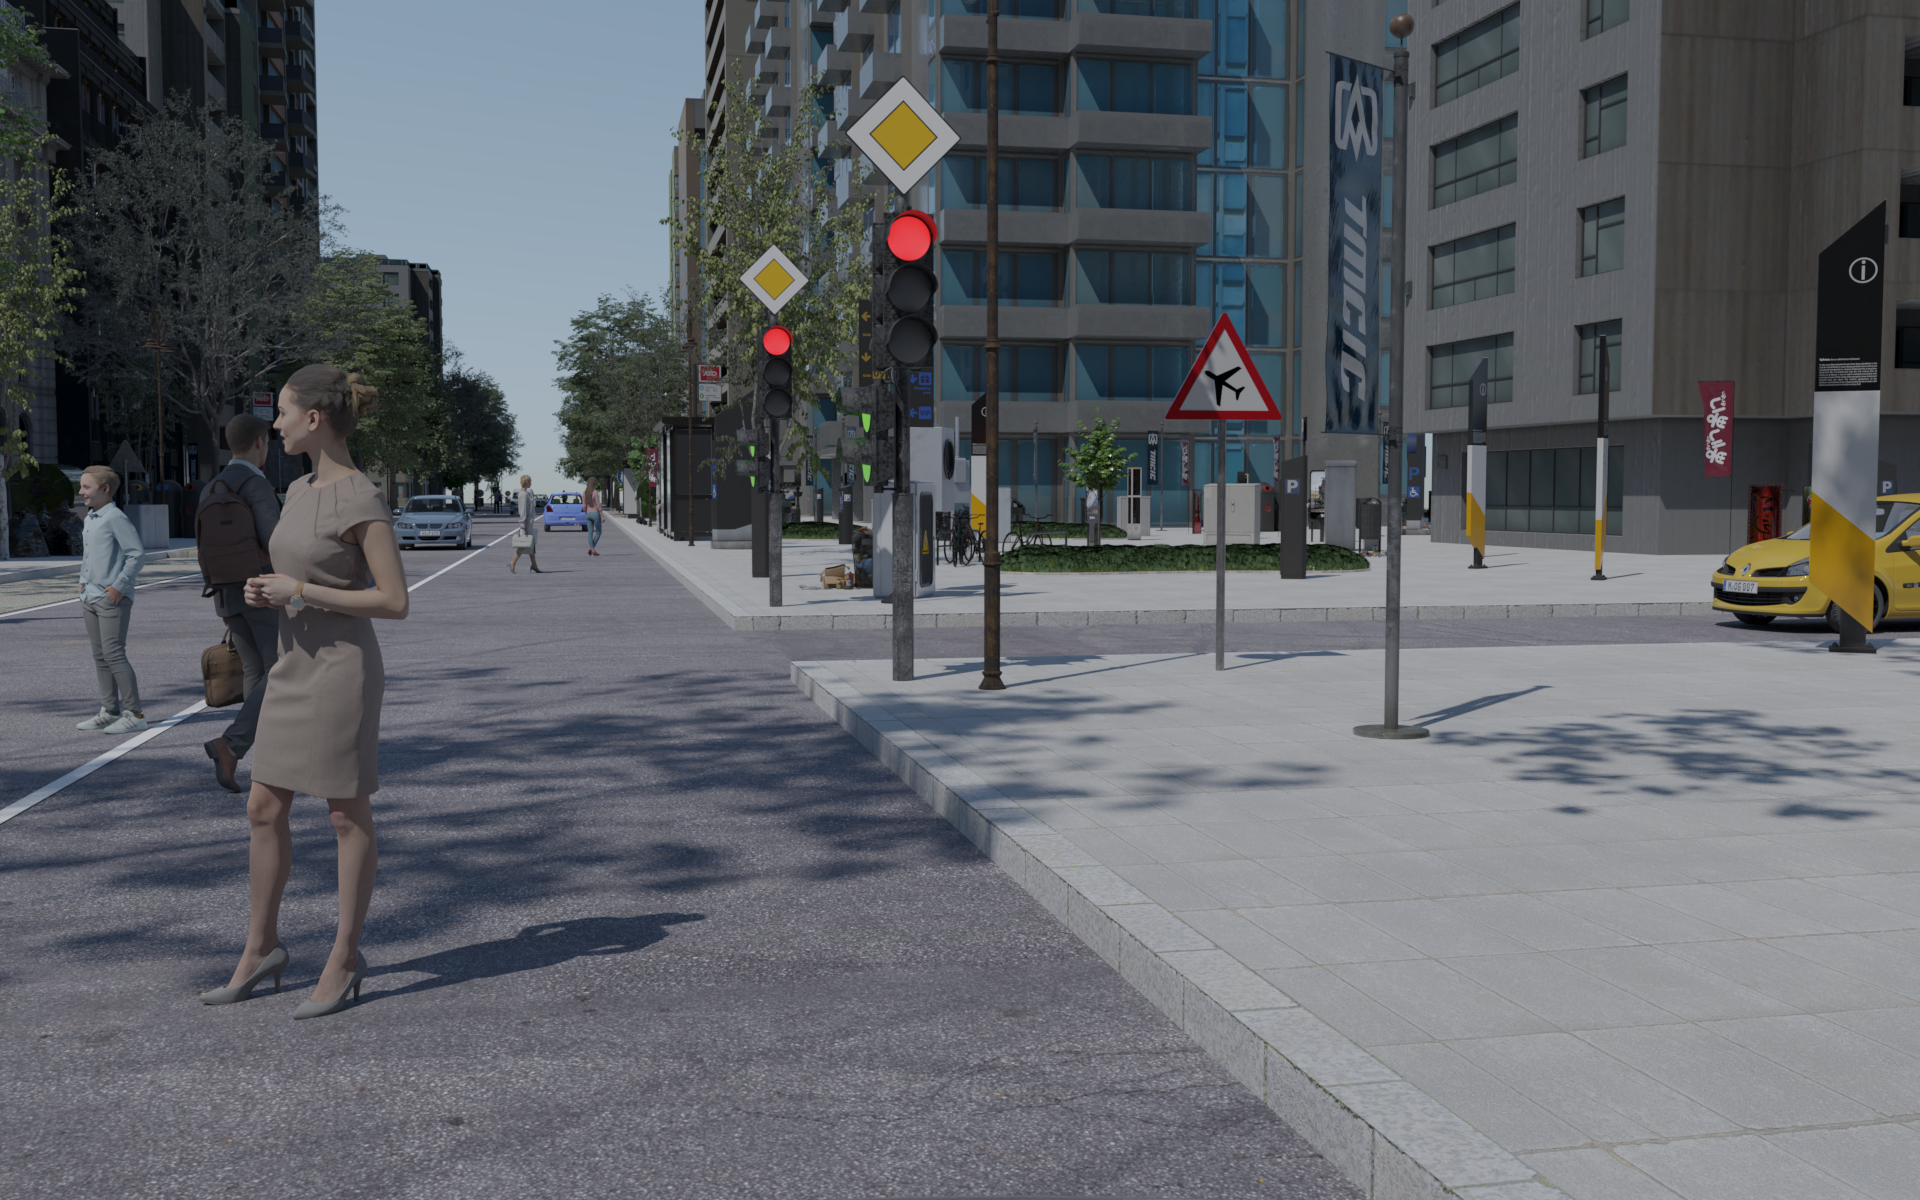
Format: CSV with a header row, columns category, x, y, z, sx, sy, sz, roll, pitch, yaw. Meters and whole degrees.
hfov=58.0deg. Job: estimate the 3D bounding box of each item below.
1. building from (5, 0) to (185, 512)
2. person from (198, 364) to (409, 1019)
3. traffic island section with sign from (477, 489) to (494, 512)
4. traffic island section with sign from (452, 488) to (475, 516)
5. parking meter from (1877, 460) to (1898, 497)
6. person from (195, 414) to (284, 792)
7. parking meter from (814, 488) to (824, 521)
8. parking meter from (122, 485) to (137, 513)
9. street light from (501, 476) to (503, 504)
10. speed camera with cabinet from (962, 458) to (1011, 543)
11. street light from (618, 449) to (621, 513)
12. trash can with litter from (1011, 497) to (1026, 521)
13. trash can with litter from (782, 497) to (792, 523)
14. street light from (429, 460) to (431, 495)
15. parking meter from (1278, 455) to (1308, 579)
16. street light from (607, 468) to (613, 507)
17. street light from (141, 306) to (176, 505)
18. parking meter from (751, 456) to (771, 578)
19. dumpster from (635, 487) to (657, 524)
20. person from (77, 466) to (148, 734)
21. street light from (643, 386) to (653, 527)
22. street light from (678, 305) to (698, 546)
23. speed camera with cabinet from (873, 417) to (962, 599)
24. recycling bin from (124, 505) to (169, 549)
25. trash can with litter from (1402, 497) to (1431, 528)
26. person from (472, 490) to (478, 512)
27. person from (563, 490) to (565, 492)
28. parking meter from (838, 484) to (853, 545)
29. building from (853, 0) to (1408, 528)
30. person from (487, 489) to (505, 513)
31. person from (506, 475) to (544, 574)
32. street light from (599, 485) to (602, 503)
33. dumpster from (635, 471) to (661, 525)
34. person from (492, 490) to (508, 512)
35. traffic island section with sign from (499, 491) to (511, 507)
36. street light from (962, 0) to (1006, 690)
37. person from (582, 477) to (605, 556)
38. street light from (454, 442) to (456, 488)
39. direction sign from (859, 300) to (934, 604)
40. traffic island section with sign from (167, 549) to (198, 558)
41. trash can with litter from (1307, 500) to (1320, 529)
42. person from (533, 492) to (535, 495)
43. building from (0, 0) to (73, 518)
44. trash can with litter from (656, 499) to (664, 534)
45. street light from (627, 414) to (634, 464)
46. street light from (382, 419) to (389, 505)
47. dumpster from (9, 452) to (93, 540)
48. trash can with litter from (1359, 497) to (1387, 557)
category,x,y,z,sx,sy,sz,roll,pitch,yaw
building,-40.527,-14.775,71.252,12.332,23.373,15.834,-1,4,-12
person,-1.807,0.249,4.768,0.599,1.781,0.374,3,4,37
traffic island section with sign,-39.194,-8.137,141.664,1.989,1.847,2.006,-1,4,-12
traffic island section with sign,-33.427,-6.526,115.330,1.989,1.847,2.006,-1,4,-12
parking meter,15.531,-1.435,29.181,0.399,1.863,0.255,0,4,-8
person,-3.548,-0.009,8.610,0.622,1.834,0.822,1,4,22
parking meter,-5.517,-3.623,67.648,0.372,1.533,0.369,0,3,0
parking meter,-22.850,-2.403,47.693,0.372,1.533,0.369,0,3,0
street light,-59.051,-15.314,223.173,0.468,5.910,1.993,-1,4,-12
speed camera with cabinet,0.366,-3.098,44.983,2.038,3.252,0.660,-3,4,-37
street light,-23.052,-8.823,117.049,0.468,5.910,1.993,-1,4,-12
trash can with litter,2.073,-2.738,56.146,1.055,1.170,0.624,0,4,-7
trash can with litter,-5.917,-2.948,59.580,0.624,1.170,1.055,-2,4,-34
street light,-35.809,-8.817,116.944,0.468,5.910,1.993,-1,4,-12
parking meter,5.022,-1.250,26.143,0.399,1.863,0.255,1,4,22
street light,-28.479,-10.346,141.941,0.468,5.910,1.993,-1,4,-12
street light,-19.682,-4.274,42.660,0.468,5.910,1.993,-1,4,-12
parking meter,-3.032,-1.281,26.660,0.255,1.863,0.399,1,4,14
dumpster,-13.515,-4.268,75.536,1.264,1.857,1.865,-1,4,-12
person,-5.193,-0.013,10.528,0.330,1.601,0.589,-3,5,-44
street light,-12.121,-5.801,67.636,0.468,5.910,1.993,-1,4,-12
street light,-6.608,-4.261,42.451,0.468,5.910,1.993,-1,4,-12
speed camera with cabinet,-0.562,-1.696,22.059,0.660,3.252,2.038,1,4,13
recycling bin,-19.102,-1.719,40.664,0.722,1.027,0.722,2,4,34
trash can with litter,16.254,-3.085,61.831,1.055,1.170,0.624,0,4,-3
person,-39.192,-7.996,139.924,0.721,1.739,1.217,-2,4,-31
person,-33.886,-8.482,147.710,0.750,1.759,0.617,-3,5,-44
parking meter,-2.904,-2.179,44.045,0.372,1.533,0.369,0,3,0
building,5.687,-28.026,77.841,23.786,49.044,30.456,-1,4,-12
person,-34.415,-7.340,128.495,1.348,1.826,0.705,-2,4,-31
person,-7.879,-1.373,31.308,0.624,1.780,0.694,0,4,-5
street light,-40.527,-13.724,197.173,0.468,5.910,1.993,-1,4,-12
dumpster,-12.682,-4.239,71.800,1.502,2.255,1.985,-1,4,-12
person,-36.911,-7.935,138.926,1.217,1.739,0.721,-1,4,-9
traffic island section with sign,-50.984,-11.436,195.608,1.989,1.847,2.006,-1,4,-12
street light,0.211,-2.351,11.228,0.468,5.910,1.993,-1,4,-12
person,-8.462,-1.930,40.064,0.555,1.821,0.388,1,4,16
street light,-41.333,-10.338,141.815,0.468,5.910,1.993,-1,4,-12
direction sign,-0.743,-1.731,20.300,0.876,3.537,0.379,0,4,-5
traffic island section with sign,-16.852,-1.891,39.539,1.989,1.847,2.006,-1,4,-12
trash can with litter,12.842,-3.159,63.031,0.624,1.170,1.055,0,4,7
person,-54.246,-12.900,220.136,1.217,1.743,0.721,-1,4,-15
building,-36.971,-12.838,51.696,13.314,21.916,24.055,-1,4,-12
trash can with litter,-9.617,-2.739,56.171,0.624,1.170,1.055,-1,4,-19
street light,-17.647,-7.328,92.600,0.468,5.910,1.993,-1,4,-12
street light,-30.433,-7.294,92.040,0.468,5.910,1.993,-1,4,-12
dumpster,-21.112,-2.308,40.230,1.502,2.255,1.985,-1,4,-12
trash can with litter,8.095,-1.514,35.818,2.233,1.210,1.678,-2,4,-23
